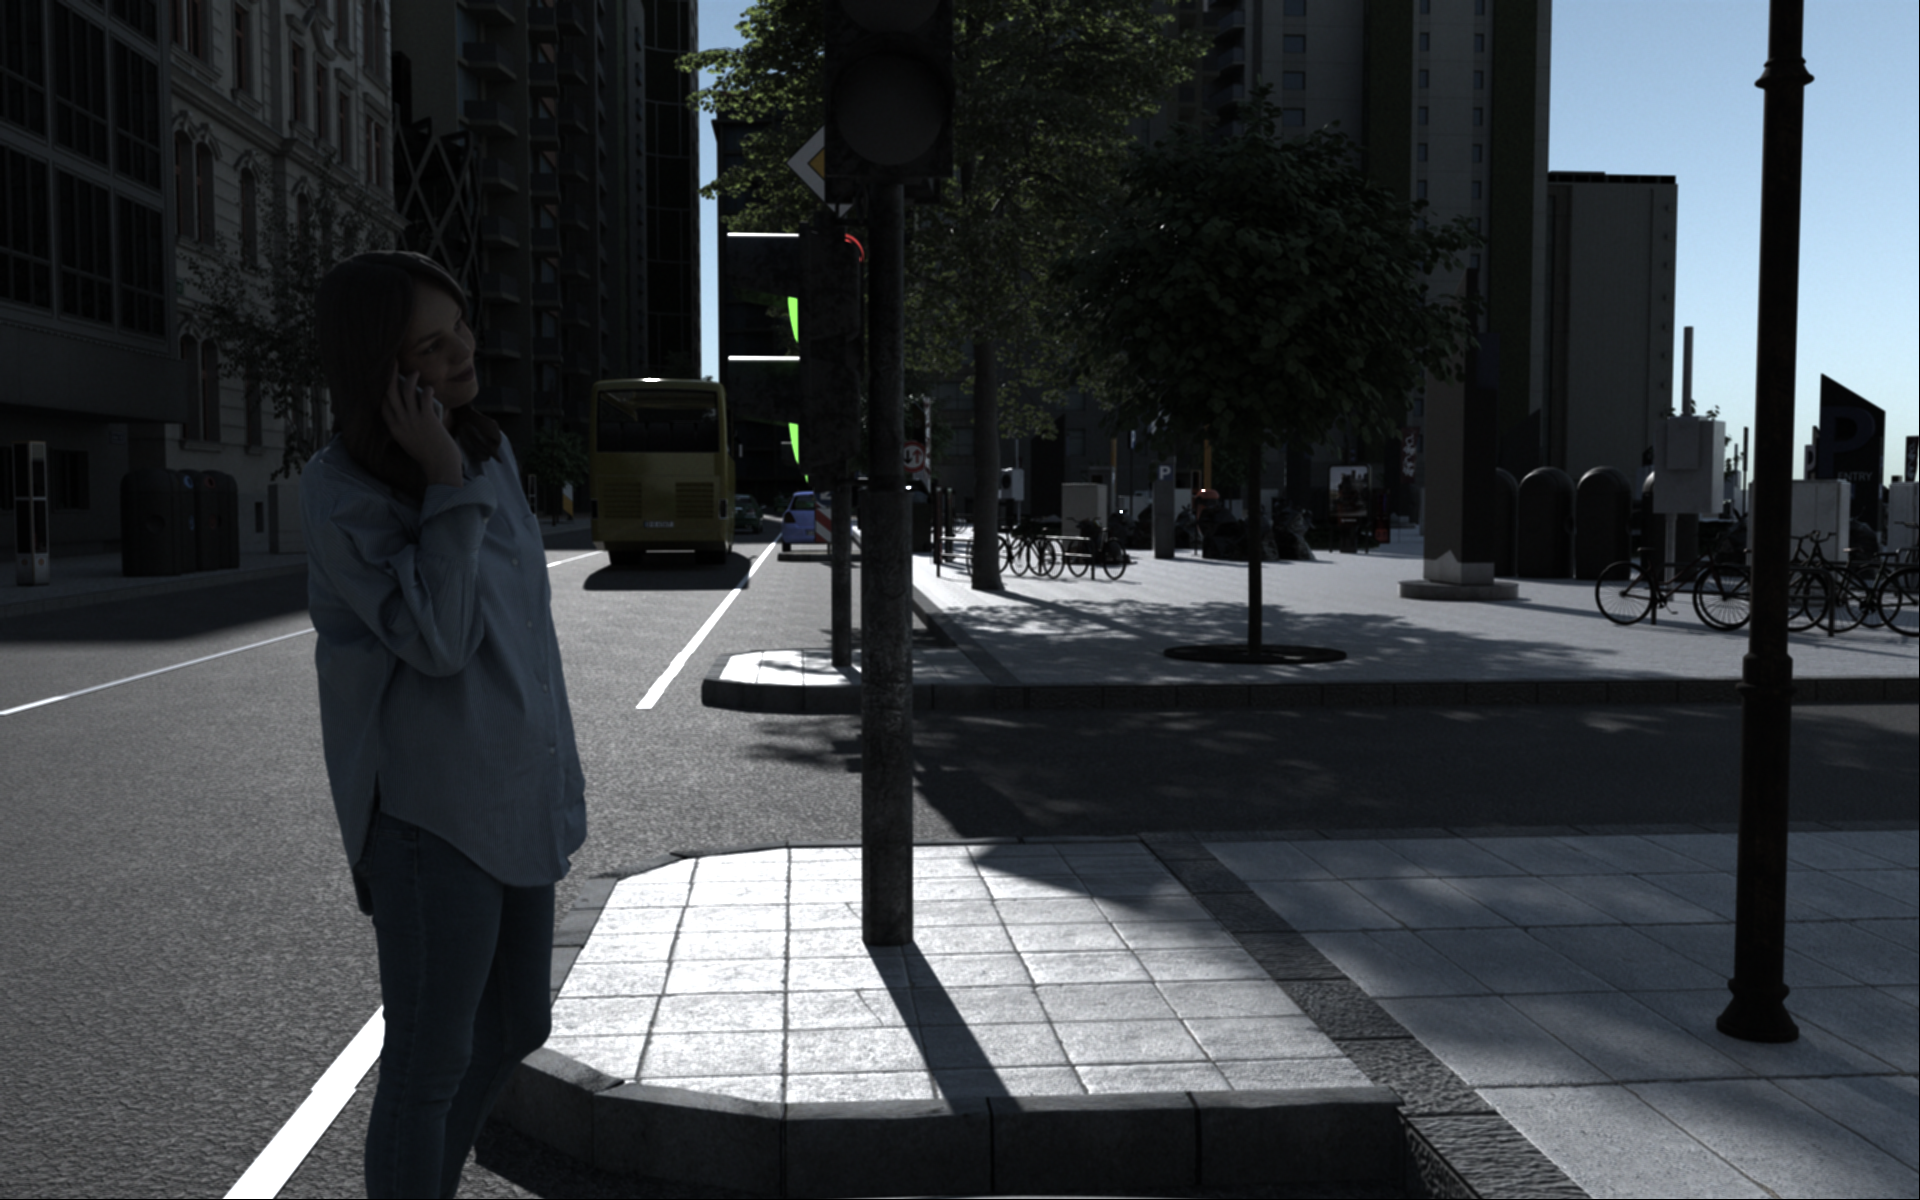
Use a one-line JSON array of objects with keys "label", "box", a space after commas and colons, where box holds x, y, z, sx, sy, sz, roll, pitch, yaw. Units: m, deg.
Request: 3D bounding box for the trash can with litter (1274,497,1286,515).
[{"label": "trash can with litter", "box": [12.947, -3.477, 68.236, 1.055, 1.170, 0.624, -2, 4, -28]}]

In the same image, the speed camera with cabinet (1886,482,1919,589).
[{"label": "speed camera with cabinet", "box": [13.749, -1.785, 23.517, 2.038, 3.252, 0.660, 0, 4, -6]}]

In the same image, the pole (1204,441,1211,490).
[{"label": "pole", "box": [6.259, -3.055, 43.791, 0.158, 3.312, 0.155, 0, 3, 0]}]

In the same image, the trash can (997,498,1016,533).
[{"label": "trash can", "box": [1.469, -2.797, 57.384, 0.748, 1.137, 0.748, 0, 3, 0]}]

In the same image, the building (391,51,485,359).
[{"label": "building", "box": [-27.967, -12.336, 69.153, 16.820, 18.784, 16.811, 0, 4, -5]}]

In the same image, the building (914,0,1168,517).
[{"label": "building", "box": [4.178, -25.655, 103.051, 14.154, 41.232, 14.086, 0, 4, -5]}]

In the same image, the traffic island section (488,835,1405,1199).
[{"label": "traffic island section", "box": [-0.186, 1.058, 4.982, 2.009, 0.180, 2.903, 0, 4, -5]}]

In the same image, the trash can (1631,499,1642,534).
[{"label": "trash can", "box": [17.811, -2.087, 45.781, 0.748, 1.137, 0.748, 0, 3, 0]}]

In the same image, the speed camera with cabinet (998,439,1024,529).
[{"label": "speed camera with cabinet", "box": [1.483, -4.186, 62.777, 0.660, 3.252, 2.038, -2, 4, -35]}]

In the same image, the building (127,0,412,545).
[{"label": "building", "box": [-24.853, -15.976, 48.595, 14.401, 28.519, 23.554, 0, 4, -5]}]

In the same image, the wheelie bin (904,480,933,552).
[{"label": "wheelie bin", "box": [-0.983, -1.853, 38.206, 0.693, 1.594, 0.980, -2, 4, -32]}]

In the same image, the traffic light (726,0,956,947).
[{"label": "traffic light", "box": [-0.227, -0.975, 4.865, 0.839, 4.253, 0.868, 0, 4, -5]}]

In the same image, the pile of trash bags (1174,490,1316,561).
[{"label": "pile of trash bags", "box": [5.624, -1.534, 34.834, 1.912, 1.369, 3.447, -1, 4, -20]}]

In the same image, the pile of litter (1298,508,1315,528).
[{"label": "pile of litter", "box": [10.877, -2.414, 53.436, 1.176, 0.858, 1.719, 0, 4, 4]}]

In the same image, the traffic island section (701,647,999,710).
[{"label": "traffic island section", "box": [-0.861, 0.571, 12.939, 2.009, 0.180, 2.903, 0, 4, -5]}]

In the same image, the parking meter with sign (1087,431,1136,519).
[{"label": "parking meter with sign", "box": [3.792, -3.071, 46.465, 1.738, 3.016, 0.543, 1, 4, 19]}]

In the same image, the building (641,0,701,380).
[{"label": "building", "box": [-38.172, -45.412, 180.734, 20.611, 71.187, 20.563, 0, 4, -5]}]

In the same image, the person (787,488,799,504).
[{"label": "person", "box": [-8.384, -4.929, 89.766, 1.217, 1.739, 0.721, -1, 4, -22]}]

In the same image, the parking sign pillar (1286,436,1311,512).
[{"label": "parking sign pillar", "box": [12.400, -4.586, 63.459, 1.447, 3.967, 1.447, -1, 4, -12]}]

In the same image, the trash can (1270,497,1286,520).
[{"label": "trash can", "box": [14.452, -4.092, 78.550, 0.748, 1.137, 0.748, 0, 3, 0]}]

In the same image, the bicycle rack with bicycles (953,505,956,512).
[{"label": "bicycle rack with bicycles", "box": [-0.854, -2.675, 57.112, 2.925, 0.926, 2.852, -1, 4, -21]}]

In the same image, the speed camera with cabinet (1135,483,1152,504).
[{"label": "speed camera with cabinet", "box": [9.518, -5.670, 87.034, 0.660, 3.252, 2.038, -2, 4, -24]}]

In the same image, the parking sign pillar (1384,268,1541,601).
[{"label": "parking sign pillar", "box": [6.180, -2.014, 21.397, 1.447, 3.967, 1.447, 0, 4, -5]}]

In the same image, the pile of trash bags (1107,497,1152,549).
[{"label": "pile of trash bags", "box": [4.009, -1.881, 40.512, 3.447, 1.369, 1.912, -2, 4, -34]}]

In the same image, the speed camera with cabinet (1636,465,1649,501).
[{"label": "speed camera with cabinet", "box": [22.915, -3.767, 55.929, 2.038, 3.252, 0.660, -1, 4, -9]}]

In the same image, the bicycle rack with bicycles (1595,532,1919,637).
[{"label": "bicycle rack with bicycles", "box": [8.017, -0.194, 16.559, 2.852, 0.926, 2.925, -2, 4, -34]}]

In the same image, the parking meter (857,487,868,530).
[{"label": "parking meter", "box": [-3.518, -3.311, 62.550, 0.372, 1.533, 0.369, 0, 3, 0]}]

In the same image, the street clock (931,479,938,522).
[{"label": "street clock", "box": [-1.152, -4.087, 71.390, 0.358, 2.002, 0.471, -3, 5, -42]}]

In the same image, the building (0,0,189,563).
[{"label": "building", "box": [-22.693, -14.157, 24.975, 14.314, 27.812, 24.014, 0, 4, -5]}]

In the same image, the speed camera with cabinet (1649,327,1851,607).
[{"label": "speed camera with cabinet", "box": [9.269, -1.588, 20.293, 2.038, 3.252, 0.660, 3, 4, 37]}]

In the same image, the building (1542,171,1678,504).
[{"label": "building", "box": [55.565, -23.686, 158.966, 14.107, 30.474, 14.160, 0, 4, -5]}]

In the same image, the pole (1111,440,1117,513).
[{"label": "pole", "box": [5.543, -4.205, 62.593, 0.158, 3.312, 0.155, 0, 3, 0]}]

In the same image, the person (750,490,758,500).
[{"label": "person", "box": [-19.254, -9.276, 160.190, 1.348, 1.821, 0.705, 2, 4, 24]}]

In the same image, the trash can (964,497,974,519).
[{"label": "trash can", "box": [0.543, -4.229, 80.790, 0.748, 1.137, 0.748, 0, 3, 0]}]

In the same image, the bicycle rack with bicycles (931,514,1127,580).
[{"label": "bicycle rack with bicycles", "box": [0.884, -0.805, 26.552, 2.852, 0.926, 2.925, -1, 4, -23]}]

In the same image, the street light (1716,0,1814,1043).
[{"label": "street light", "box": [1.902, -1.906, 3.953, 0.468, 5.910, 1.993, 0, 4, -5]}]

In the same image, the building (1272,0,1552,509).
[{"label": "building", "box": [34.761, -37.372, 153.026, 28.212, 58.520, 21.231, 0, 4, -5]}]

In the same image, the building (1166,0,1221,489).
[{"label": "building", "box": [6.062, -28.746, 124.615, 22.147, 44.769, 28.867, 0, 4, -5]}]

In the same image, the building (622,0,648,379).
[{"label": "building", "box": [-38.139, -31.977, 146.530, 21.600, 48.544, 21.300, 0, 4, -5]}]

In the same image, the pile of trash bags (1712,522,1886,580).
[{"label": "pile of trash bags", "box": [13.598, -1.039, 26.733, 3.447, 1.369, 1.912, 0, 4, 0]}]

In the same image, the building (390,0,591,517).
[{"label": "building", "box": [-33.666, -27.245, 100.081, 22.147, 44.769, 28.867, 0, 4, -5]}]

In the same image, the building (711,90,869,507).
[{"label": "building", "box": [-12.933, -32.375, 183.956, 28.867, 44.769, 22.147, 0, 4, -5]}]

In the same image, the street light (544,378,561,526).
[{"label": "street light", "box": [-16.259, -5.896, 69.182, 0.468, 5.910, 1.993, 0, 4, -5]}]

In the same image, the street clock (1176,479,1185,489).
[{"label": "street clock", "box": [10.660, -4.842, 83.732, 0.358, 2.002, 0.471, -1, 4, -23]}]

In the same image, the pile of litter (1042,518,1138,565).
[{"label": "pile of litter", "box": [2.370, -1.093, 31.831, 1.719, 0.858, 1.176, 1, 4, 19]}]

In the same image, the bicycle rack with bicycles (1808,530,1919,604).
[{"label": "bicycle rack with bicycles", "box": [12.709, -0.492, 21.432, 2.925, 0.926, 2.852, -3, 4, -36]}]

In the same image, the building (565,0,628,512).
[{"label": "building", "box": [-31.304, -26.808, 121.901, 14.154, 41.232, 14.086, 0, 4, -5]}]

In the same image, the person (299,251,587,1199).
[{"label": "person", "box": [-0.845, 0.365, 2.795, 0.793, 1.790, 0.793, -1, 4, -23]}]

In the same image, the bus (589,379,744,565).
[{"label": "bus", "box": [-6.265, -2.842, 38.018, 2.896, 3.916, 12.252, 0, 4, -7]}]

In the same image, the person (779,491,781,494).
[{"label": "person", "box": [-16.813, -9.334, 162.053, 0.756, 1.711, 0.436, -2, 4, -28]}]

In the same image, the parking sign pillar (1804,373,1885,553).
[{"label": "parking sign pillar", "box": [19.667, -3.048, 38.300, 1.447, 3.967, 1.447, 3, 5, 39]}]

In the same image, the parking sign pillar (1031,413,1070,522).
[{"label": "parking sign pillar", "box": [3.022, -4.245, 57.882, 1.447, 3.967, 1.447, 2, 4, 32]}]

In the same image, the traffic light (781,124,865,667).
[{"label": "traffic light", "box": [-0.902, -1.462, 12.821, 0.839, 4.253, 0.868, 0, 4, -5]}]
